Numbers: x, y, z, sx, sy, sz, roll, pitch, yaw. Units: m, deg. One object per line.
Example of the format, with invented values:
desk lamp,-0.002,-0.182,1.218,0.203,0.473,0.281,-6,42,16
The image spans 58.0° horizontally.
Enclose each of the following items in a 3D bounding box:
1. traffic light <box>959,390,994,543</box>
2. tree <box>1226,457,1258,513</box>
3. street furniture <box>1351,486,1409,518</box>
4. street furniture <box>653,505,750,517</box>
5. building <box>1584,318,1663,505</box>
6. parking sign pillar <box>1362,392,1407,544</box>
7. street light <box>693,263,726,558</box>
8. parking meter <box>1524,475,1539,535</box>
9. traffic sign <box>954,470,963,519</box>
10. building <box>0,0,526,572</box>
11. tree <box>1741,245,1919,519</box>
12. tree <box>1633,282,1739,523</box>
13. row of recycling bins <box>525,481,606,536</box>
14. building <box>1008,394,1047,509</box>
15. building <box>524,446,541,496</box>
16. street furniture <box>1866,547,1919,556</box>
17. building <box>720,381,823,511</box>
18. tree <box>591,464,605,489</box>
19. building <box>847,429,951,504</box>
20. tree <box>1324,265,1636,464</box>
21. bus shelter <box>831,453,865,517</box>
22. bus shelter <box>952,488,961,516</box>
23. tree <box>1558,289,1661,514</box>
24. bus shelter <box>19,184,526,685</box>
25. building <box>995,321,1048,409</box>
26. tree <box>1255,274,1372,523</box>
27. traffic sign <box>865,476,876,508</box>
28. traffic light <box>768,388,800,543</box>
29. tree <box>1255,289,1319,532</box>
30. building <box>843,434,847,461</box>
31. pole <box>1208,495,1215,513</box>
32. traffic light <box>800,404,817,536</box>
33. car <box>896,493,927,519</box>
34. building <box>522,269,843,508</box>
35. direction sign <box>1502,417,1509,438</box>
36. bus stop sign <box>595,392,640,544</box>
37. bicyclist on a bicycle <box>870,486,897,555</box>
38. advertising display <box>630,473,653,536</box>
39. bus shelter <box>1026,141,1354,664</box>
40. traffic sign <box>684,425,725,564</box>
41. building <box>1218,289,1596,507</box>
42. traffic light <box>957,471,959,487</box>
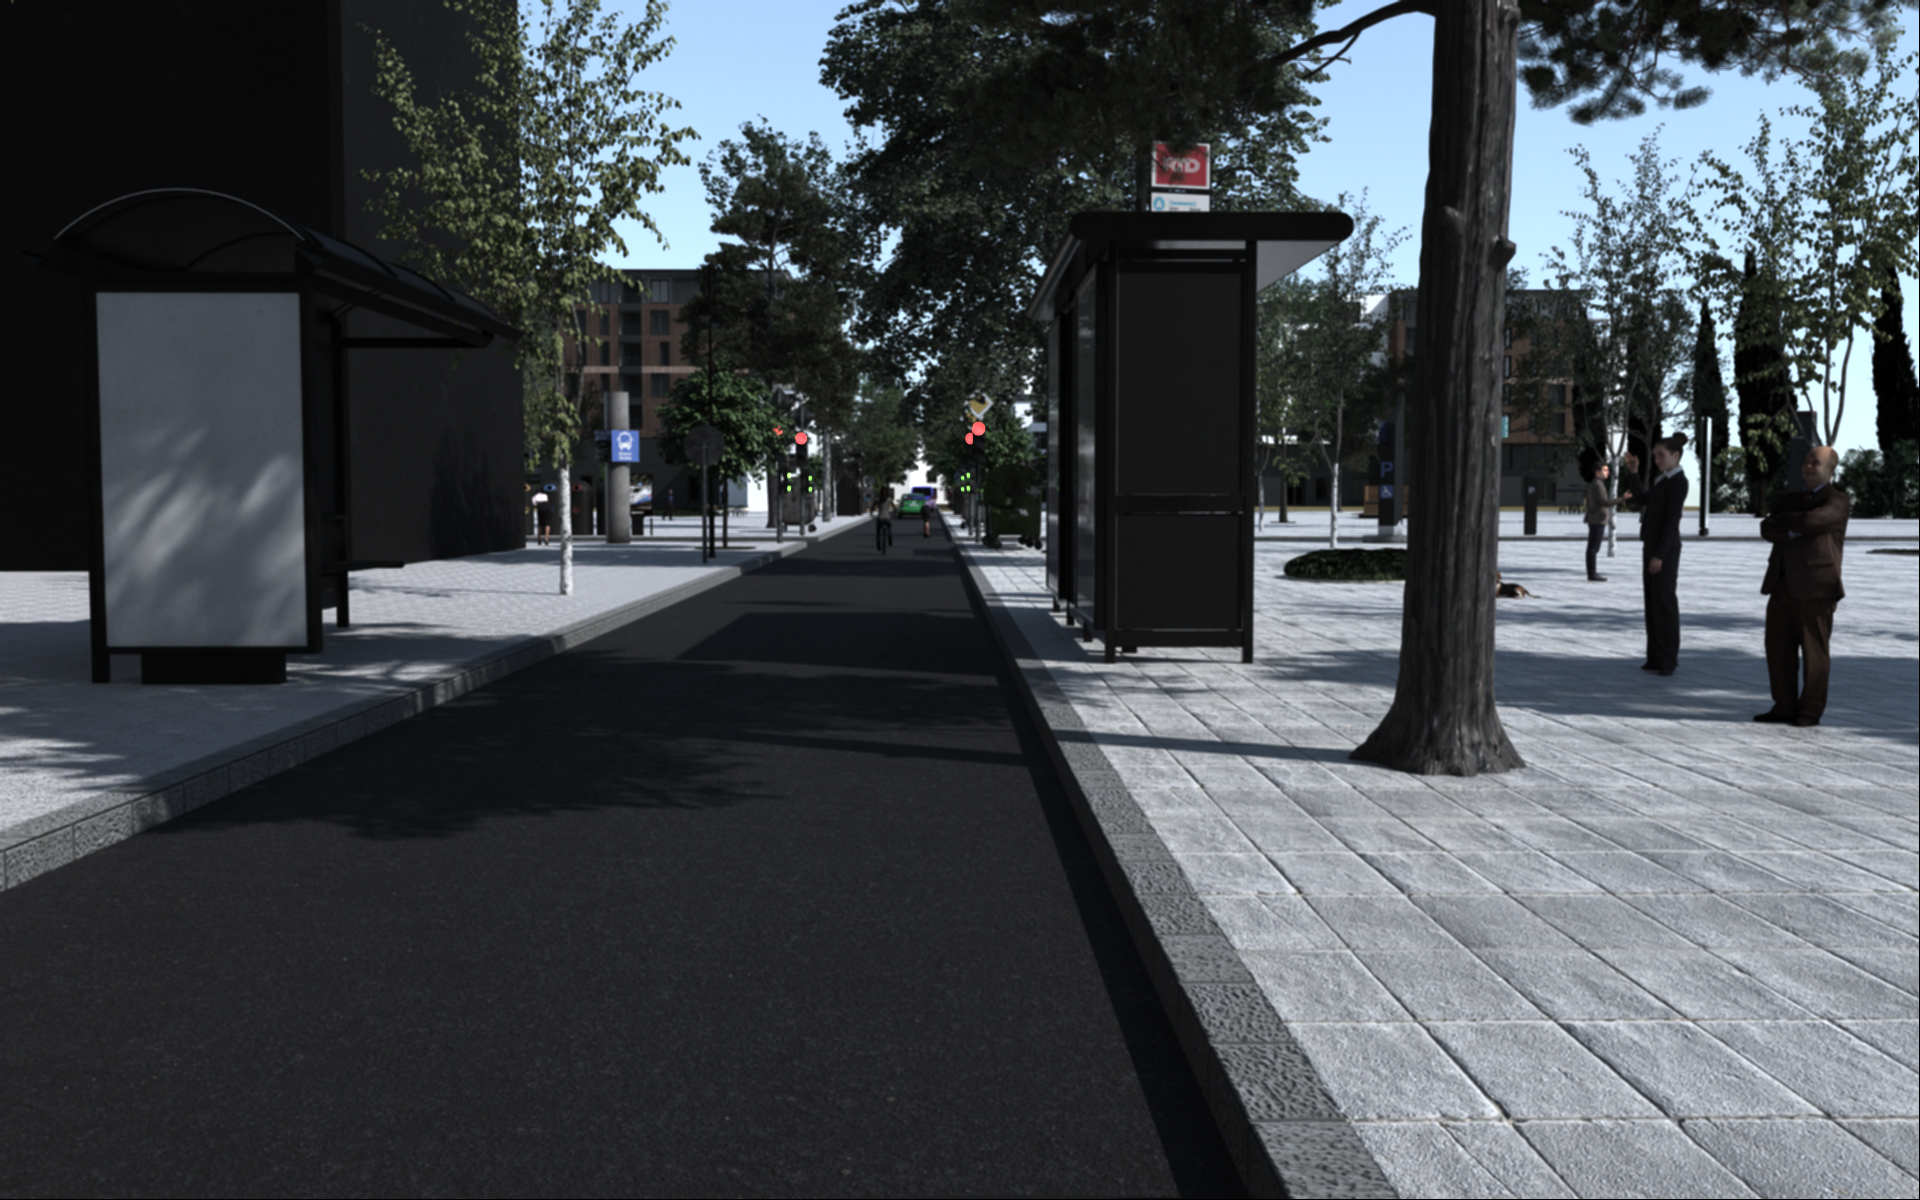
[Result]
traffic light,0.456,-3.432,45.364,0.839,4.213,0.868,0,4,-1
tree,18.956,-8.521,123.034,4.285,4.588,4.351,0,3,0
street furniture,25.959,-5.299,93.495,9.812,1.723,11.010,1,4,18
street furniture,-16.369,-5.205,100.722,5.734,0.657,10.072,-3,4,-36
building,69.428,-20.573,192.788,11.380,20.091,16.016,0,4,-1
parking sign pillar,11.314,-3.484,45.431,1.447,3.967,1.447,2,4,24
street light,-5.015,-3.796,34.847,0.468,5.910,1.993,0,4,-1
parking meter,17.923,-2.974,54.330,0.399,1.863,0.255,1,4,13
traffic sign,0.093,-5.375,87.982,0.768,2.556,0.104,0,4,-1
building,-18.066,-12.495,33.976,15.834,23.373,12.332,0,4,-1
tree,48.049,-11.864,95.795,13.155,14.587,18.604,1,4,9
tree,30.537,-8.675,76.242,7.601,10.594,8.767,2,4,28
row of recycling bins,-12.254,-2.849,53.687,3.534,1.692,1.069,0,4,-5
building,9.064,-12.425,145.298,9.099,9.664,28.070,0,4,-1
building,-57.018,-19.833,190.731,31.486,18.905,16.747,0,4,-1
street furniture,31.328,-1.486,29.319,27.439,1.986,14.083,1,4,11
building,-15.434,-12.271,142.777,9.099,9.664,28.070,0,4,-1
tree,-18.810,-5.954,91.944,1.663,3.219,1.824,0,3,0
building,-6.279,-17.165,222.790,28.070,9.664,9.099,0,4,-1
tree,19.444,-8.019,65.516,8.767,10.594,7.601,-3,4,-38
bus shelter,-6.528,-6.739,101.468,1.731,3.624,6.357,0,4,-1
bus shelter,0.415,-7.878,106.435,2.179,5.291,8.768,0,4,-1
tree,47.431,-13.238,118.265,13.155,14.587,18.604,-1,4,-22
bus shelter,-5.166,-1.235,14.118,2.014,3.302,5.546,0,4,-1
building,11.798,-20.596,193.161,16.016,20.091,11.380,0,4,-1
tree,14.216,-9.234,76.737,9.928,11.665,9.643,0,3,0
traffic sign,-6.368,-7.511,122.913,0.768,2.556,0.104,0,4,4
traffic light,-4.704,-3.426,45.260,0.839,4.213,0.868,0,4,-1
tree,10.262,-6.631,58.783,4.737,8.622,4.395,0,3,0
building,-27.308,-15.479,195.231,28.070,9.664,9.099,0,4,-1
pole,7.822,-3.667,53.792,0.158,3.312,0.155,0,3,0
traffic light,-4.840,-3.914,53.244,0.839,4.213,0.868,0,4,-1
car,-2.766,-5.671,101.520,1.959,1.807,4.718,0,4,-3
building,-26.452,-20.172,173.785,27.936,21.610,32.646,0,4,-1
direction sign,15.543,-3.975,53.752,2.525,3.948,1.411,0,4,-3
bus stop sign,-8.858,-3.410,44.768,0.837,3.901,0.837,-3,5,-41
bicyclist on a bicycle,-1.806,-1.896,41.028,1.499,1.676,1.625,0,4,-1
advertising display,-9.955,-2.949,53.435,0.974,1.923,0.123,-1,4,-11
bus shelter,1.824,-2.420,17.200,2.179,5.291,8.768,0,4,-1
traffic sign,-4.714,-1.947,31.934,0.768,2.556,0.104,0,4,3
building,46.866,-20.968,186.794,32.646,21.610,27.936,0,4,-1
traffic light,0.320,-3.921,53.348,0.839,4.213,0.868,0,4,-1
